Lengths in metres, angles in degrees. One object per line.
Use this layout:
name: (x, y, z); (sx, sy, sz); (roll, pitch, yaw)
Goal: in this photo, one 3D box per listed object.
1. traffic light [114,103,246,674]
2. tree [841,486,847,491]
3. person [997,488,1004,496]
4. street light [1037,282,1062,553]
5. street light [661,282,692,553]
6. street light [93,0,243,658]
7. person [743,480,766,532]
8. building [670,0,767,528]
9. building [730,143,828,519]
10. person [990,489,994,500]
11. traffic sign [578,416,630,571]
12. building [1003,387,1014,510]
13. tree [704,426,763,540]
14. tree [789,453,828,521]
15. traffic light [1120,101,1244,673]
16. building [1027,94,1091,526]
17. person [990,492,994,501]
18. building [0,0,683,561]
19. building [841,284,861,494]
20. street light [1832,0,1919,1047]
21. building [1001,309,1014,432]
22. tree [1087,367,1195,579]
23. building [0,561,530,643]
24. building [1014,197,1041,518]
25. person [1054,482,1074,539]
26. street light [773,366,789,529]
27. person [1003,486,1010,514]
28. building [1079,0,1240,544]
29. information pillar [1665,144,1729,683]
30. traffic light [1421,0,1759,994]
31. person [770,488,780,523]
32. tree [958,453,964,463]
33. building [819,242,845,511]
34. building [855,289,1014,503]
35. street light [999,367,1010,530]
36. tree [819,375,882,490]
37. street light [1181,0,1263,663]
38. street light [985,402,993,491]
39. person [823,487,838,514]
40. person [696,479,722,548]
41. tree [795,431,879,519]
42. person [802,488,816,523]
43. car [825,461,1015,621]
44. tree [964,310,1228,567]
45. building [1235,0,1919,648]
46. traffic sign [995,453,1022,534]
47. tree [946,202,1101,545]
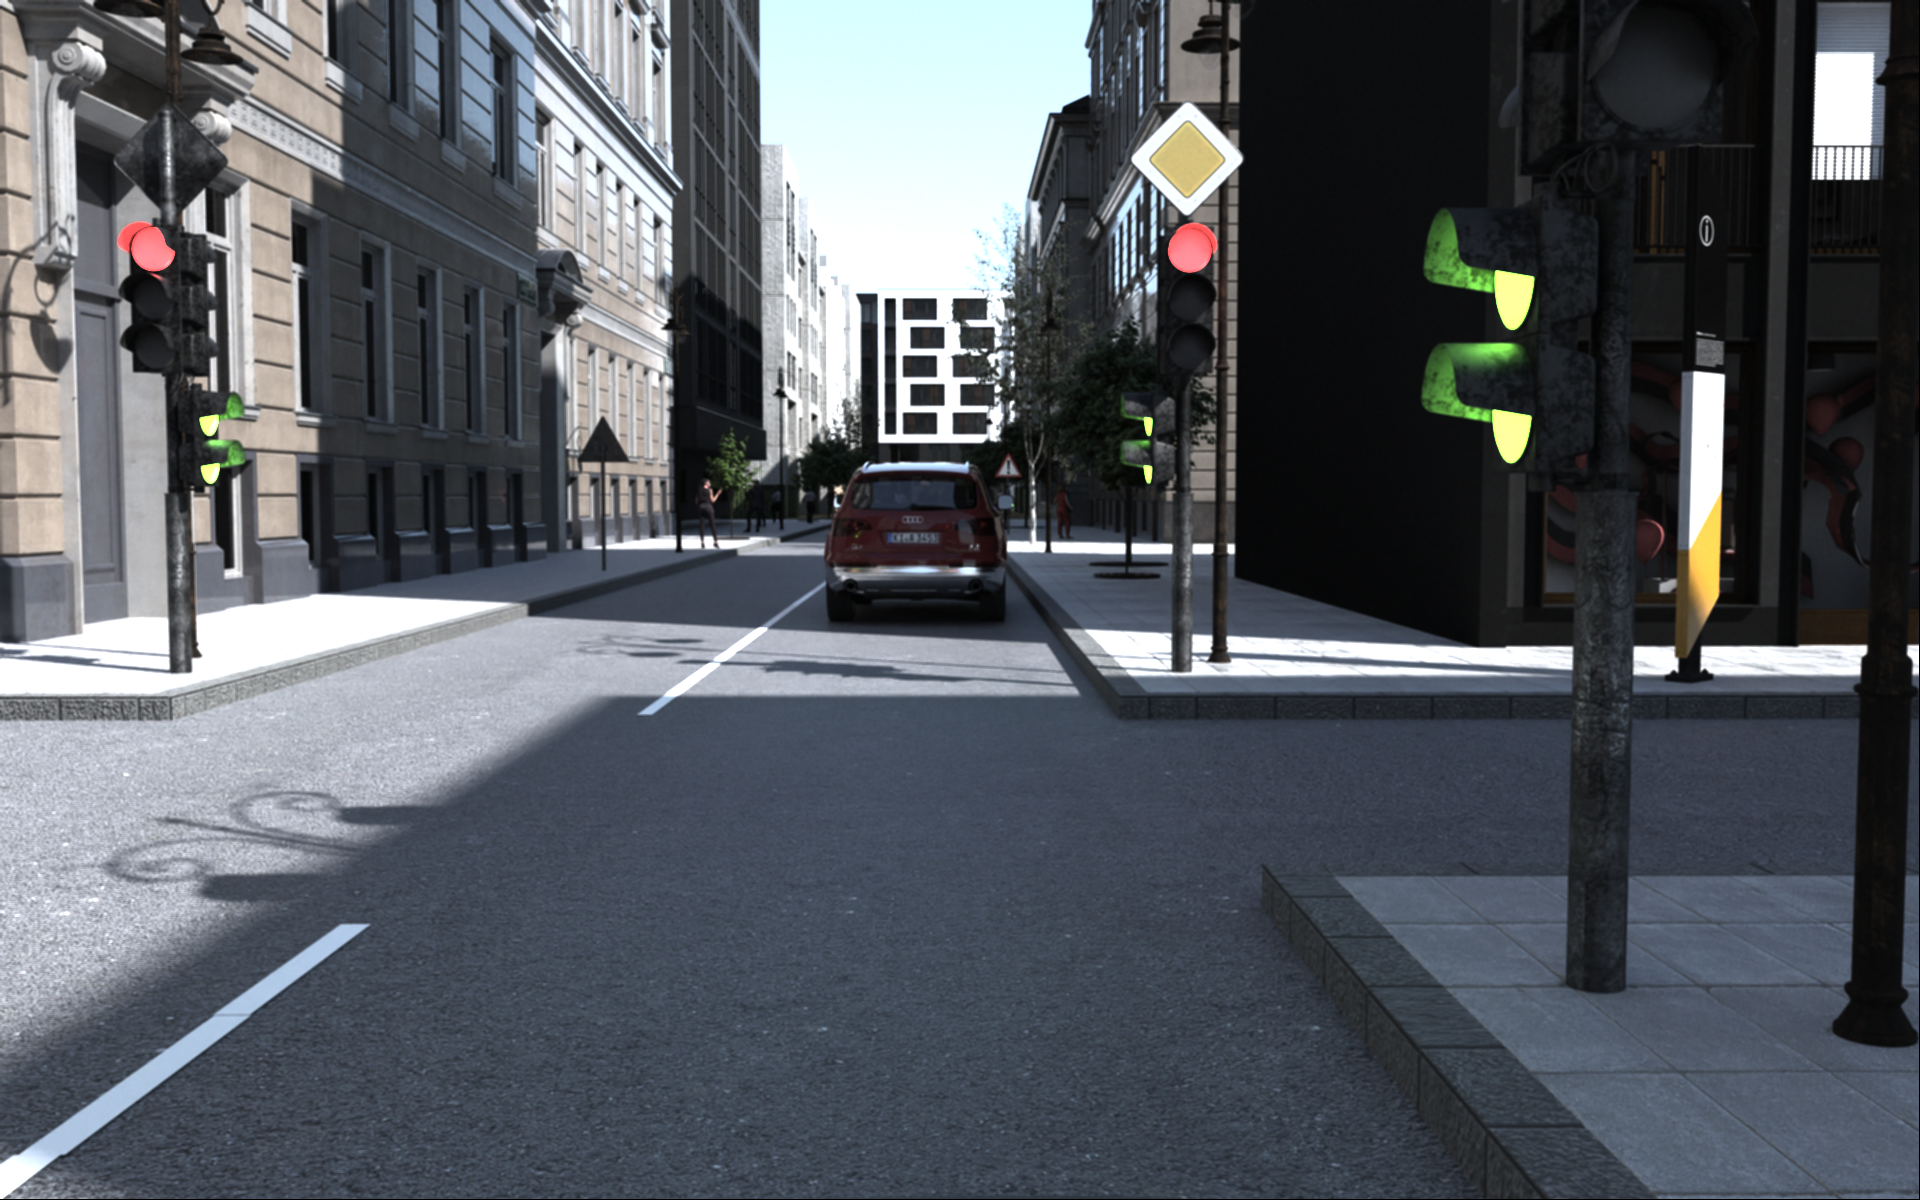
traffic light: (-5.579, -1.412, 12.323); (0.839, 4.213, 0.868); (0, 4, 0)
tree: (-7.104, -7.408, 115.720); (1.663, 3.219, 1.824); (0, 3, 0)
person: (3.164, -7.854, 135.118); (0.551, 1.740, 0.621); (-1, 4, -11)
street light: (1.941, -3.980, 37.857); (0.468, 5.910, 1.993); (0, 4, 0)
street light: (-6.179, -3.983, 37.913); (0.468, 5.910, 1.993); (0, 4, 0)
street light: (-6.049, -2.485, 13.421); (0.468, 5.910, 1.993); (0, 4, 0)
person: (-6.969, -3.164, 58.224); (0.683, 1.767, 0.568); (-3, 4, -37)
building: (-15.740, -16.679, 66.213); (14.314, 27.812, 24.014); (0, 4, 0)
building: (-17.384, -14.490, 103.362); (16.747, 18.905, 31.486); (0, 4, 0)
person: (2.152, -6.888, 120.132); (0.415, 1.643, 0.593); (-2, 4, -34)
traffic sign: (-5.966, -1.772, 28.974); (0.884, 2.594, 0.081); (0, 4, 5)
building: (8.345, -11.885, 136.459); (9.099, 9.664, 28.070); (0, 4, 0)
tree: (-6.365, -3.335, 49.129); (1.663, 3.219, 1.824); (0, 3, 0)
tree: (-7.360, -5.365, 82.326); (1.663, 3.219, 1.824); (0, 3, 0)
traffic light: (1.582, -1.416, 12.391); (0.839, 4.213, 0.868); (0, 4, 0)
building: (8.716, -13.063, 78.205); (10.561, 19.102, 19.286); (0, 4, 0)
person: (1.698, -5.488, 99.025); (0.557, 1.426, 1.065); (-2, 4, -27)
building: (-15.022, -15.774, 43.808); (13.634, 28.700, 20.117); (0, 4, 0)
building: (-24.972, -17.584, 153.955); (31.486, 18.905, 16.747); (0, 4, 0)
street light: (2.167, -1.904, 3.923); (0.468, 5.910, 1.993); (0, 4, 0)
building: (11.736, -18.342, 156.305); (16.016, 20.091, 11.380); (0, 4, 0)
tree: (2.532, -1.947, 26.435); (1.663, 3.219, 1.824); (0, 3, 0)
building: (-14.344, -14.546, 23.733); (13.634, 28.700, 20.117); (0, 4, 0)
building: (12.308, -14.666, 106.241); (16.747, 18.905, 31.486); (0, 4, 0)
person: (2.995, -2.568, 49.736); (0.444, 1.614, 0.593); (-1, 4, -21)
street light: (-6.470, -5.498, 62.688); (0.468, 5.910, 1.993); (0, 4, 0)
person: (2.895, -6.372, 110.091); (0.599, 1.838, 0.709); (2, 4, 29)
building: (10.793, -15.814, 55.815); (12.463, 27.353, 25.104); (0, 4, 0)
information pillar: (5.079, -1.254, 11.863); (0.504, 3.616, 0.183); (-3, 5, -42)
traffic light: (1.640, -0.927, 4.406); (0.839, 4.213, 0.868); (0, 4, 0)
person: (-8.230, -4.241, 77.595); (0.614, 1.554, 0.590); (-2, 4, -28)
tree: (2.569, -5.028, 65.915); (4.285, 4.588, 4.351); (0, 3, 0)
building: (-17.040, -17.113, 136.225); (16.016, 20.091, 11.380); (0, 4, 0)
building: (-10.441, -20.959, 186.647); (32.646, 21.610, 27.936); (0, 4, 0)
street light: (1.643, -5.486, 62.486); (0.468, 5.910, 1.993); (0, 4, 0)
tree: (-6.849, -9.617, 107.607); (4.360, 8.622, 3.978); (0, 3, 0)
street light: (1.982, -2.463, 13.054); (0.468, 5.910, 1.993); (0, 4, 0)
street light: (1.469, -6.997, 87.186); (0.468, 5.910, 1.993); (0, 4, 0)
person: (-8.323, -6.515, 113.250); (1.217, 1.739, 0.721); (-1, 4, -15)
person: (-5.939, -2.047, 40.974); (0.593, 1.643, 0.415); (-2, 4, -24)
tree: (-6.816, -6.453, 89.219); (4.285, 4.588, 4.351); (0, 3, 0)
person: (-6.601, -4.133, 75.825); (0.614, 1.554, 0.590); (1, 4, 8)
car: (-0.465, -0.758, 21.058); (2.281, 1.827, 5.304); (0, 4, 1)
tree: (3.103, -2.898, 31.093); (4.285, 4.588, 4.351); (0, 3, 0)
building: (12.186, -11.636, 19.922); (15.834, 23.373, 12.332); (0, 4, 0)
traffic sign: (1.540, -3.364, 55.004); (0.884, 2.594, 0.081); (0, 4, 2)
tree: (1.775, -5.697, 43.503); (4.360, 8.622, 3.978); (0, 3, 0)
